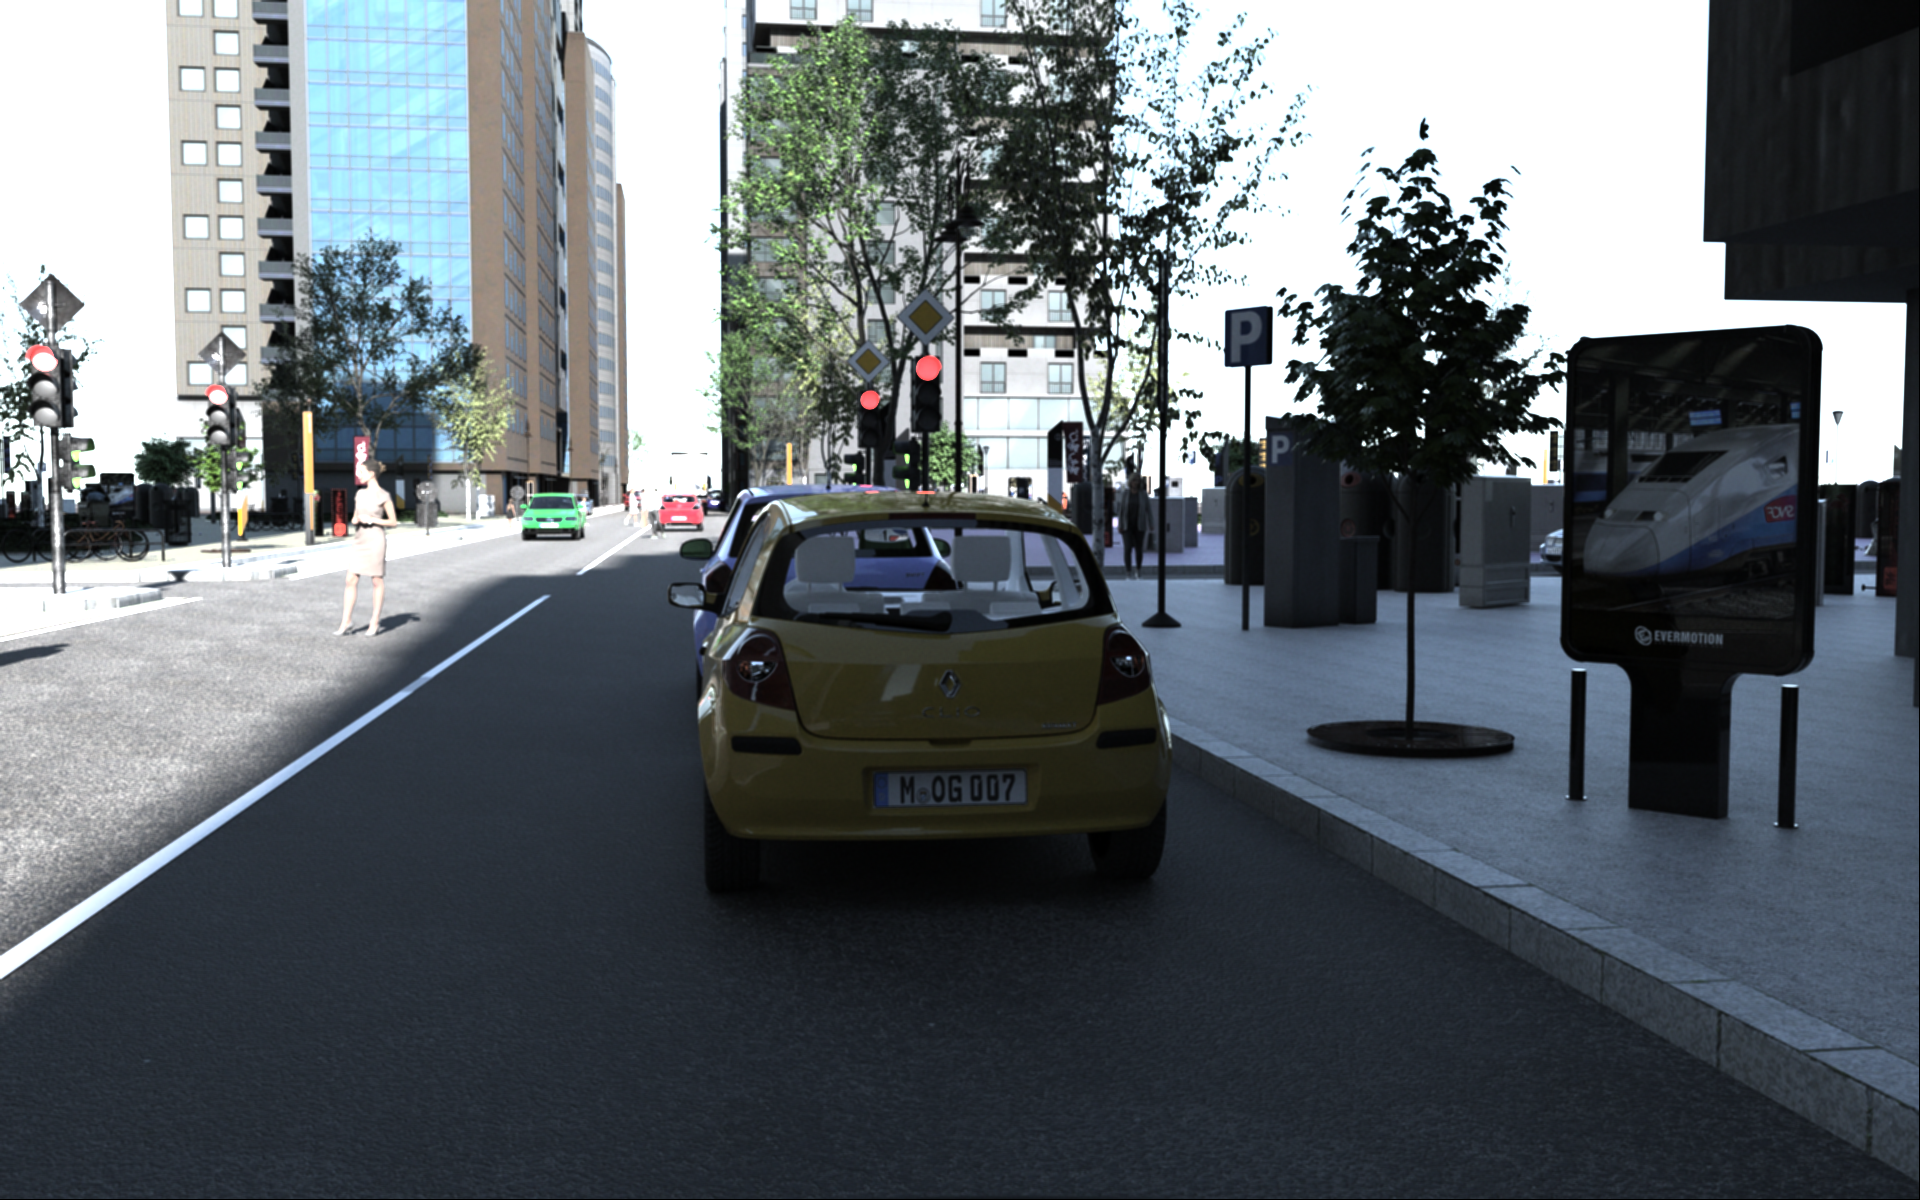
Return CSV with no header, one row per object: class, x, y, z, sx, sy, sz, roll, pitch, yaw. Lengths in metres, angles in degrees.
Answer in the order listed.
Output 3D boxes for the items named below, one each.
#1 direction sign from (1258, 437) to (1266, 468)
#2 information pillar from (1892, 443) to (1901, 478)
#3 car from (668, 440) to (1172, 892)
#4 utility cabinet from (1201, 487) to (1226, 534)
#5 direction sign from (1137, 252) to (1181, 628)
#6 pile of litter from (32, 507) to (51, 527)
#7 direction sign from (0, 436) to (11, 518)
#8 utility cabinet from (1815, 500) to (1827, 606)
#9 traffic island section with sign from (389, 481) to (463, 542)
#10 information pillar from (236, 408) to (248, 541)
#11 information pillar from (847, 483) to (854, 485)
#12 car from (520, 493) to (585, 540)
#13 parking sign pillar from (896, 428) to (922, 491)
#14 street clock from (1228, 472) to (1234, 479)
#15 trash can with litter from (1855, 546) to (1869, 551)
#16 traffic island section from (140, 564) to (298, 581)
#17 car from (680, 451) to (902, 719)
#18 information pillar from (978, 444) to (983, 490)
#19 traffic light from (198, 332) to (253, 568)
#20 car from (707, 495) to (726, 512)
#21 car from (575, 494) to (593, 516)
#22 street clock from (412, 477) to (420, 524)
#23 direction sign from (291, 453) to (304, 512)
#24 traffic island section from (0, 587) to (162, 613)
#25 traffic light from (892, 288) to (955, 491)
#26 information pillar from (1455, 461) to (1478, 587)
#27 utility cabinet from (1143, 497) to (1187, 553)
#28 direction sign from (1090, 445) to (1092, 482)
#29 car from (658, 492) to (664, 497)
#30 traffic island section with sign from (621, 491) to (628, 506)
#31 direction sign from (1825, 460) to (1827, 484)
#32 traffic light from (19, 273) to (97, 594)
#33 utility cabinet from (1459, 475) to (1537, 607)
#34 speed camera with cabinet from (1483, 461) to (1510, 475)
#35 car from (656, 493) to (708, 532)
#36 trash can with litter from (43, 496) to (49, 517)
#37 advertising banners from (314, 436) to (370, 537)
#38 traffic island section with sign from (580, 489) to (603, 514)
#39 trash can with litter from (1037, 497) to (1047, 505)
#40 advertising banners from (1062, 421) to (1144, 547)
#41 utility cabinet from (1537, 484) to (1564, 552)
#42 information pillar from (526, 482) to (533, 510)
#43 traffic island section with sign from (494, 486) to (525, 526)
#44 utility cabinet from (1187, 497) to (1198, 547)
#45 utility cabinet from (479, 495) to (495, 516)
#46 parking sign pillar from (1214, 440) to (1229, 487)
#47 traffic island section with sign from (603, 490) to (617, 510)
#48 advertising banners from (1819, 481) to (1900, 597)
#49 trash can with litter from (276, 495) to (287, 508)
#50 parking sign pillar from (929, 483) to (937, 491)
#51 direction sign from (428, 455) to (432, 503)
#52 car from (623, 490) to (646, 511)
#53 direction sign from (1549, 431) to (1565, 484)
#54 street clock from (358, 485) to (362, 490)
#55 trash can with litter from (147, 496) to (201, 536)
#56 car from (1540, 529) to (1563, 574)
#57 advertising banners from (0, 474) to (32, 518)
direction sign,12.362,-4.733,69.381,0.876,3.537,0.379,-1,4,-14
information pillar,43.294,-5.421,79.992,0.183,3.616,0.504,-2,4,-30
car,-0.301,0.151,7.759,2.015,1.641,3.980,0,4,-8
utility cabinet,8.207,-2.856,55.380,0.318,1.500,1.173,-2,4,-34
direction sign,1.953,-1.510,16.690,0.379,3.537,0.876,1,4,12
pile of litter,-30.484,-2.689,57.935,1.176,0.858,1.719,-1,4,-8
direction sign,-37.176,-4.604,67.264,0.876,3.537,0.379,1,4,20
utility cabinet,9.474,-0.550,20.148,1.020,1.237,0.306,3,4,36
traffic island section with sign,-16.211,-2.695,52.695,1.989,1.847,2.006,-1,4,-9
information pillar,-19.612,-3.421,47.295,0.183,3.616,0.504,0,4,-2
information pillar,-5.286,-4.849,83.778,0.304,2.012,0.304,0,4,7
car,-12.918,-2.830,55.059,1.959,1.807,4.718,-1,4,-10
parking sign pillar,-2.645,-5.017,70.495,1.447,3.967,1.447,3,5,41
street clock,9.029,-3.243,57.594,0.358,2.002,0.471,0,4,2
trash can with litter,20.703,-1.796,40.418,1.678,1.210,2.233,3,4,37
traffic island section,-12.766,-0.479,30.111,2.009,0.180,2.903,-1,4,-9
car,-0.980,-0.151,12.067,1.945,1.707,3.694,0,4,-8
information pillar,0.968,-5.493,81.161,0.183,3.616,0.504,-1,4,-21
traffic light,-12.725,-2.511,29.982,0.839,4.253,0.868,-1,4,-9
car,-20.130,-7.916,142.013,1.945,1.354,3.894,-1,4,-10
car,-25.672,-6.397,116.600,2.014,1.417,4.499,-1,4,-9
street clock,-23.304,-4.266,74.312,0.358,2.002,0.471,-1,4,-9
direction sign,-36.418,-6.322,95.355,0.379,3.537,0.876,2,4,26
traffic island section,-11.568,0.004,22.216,2.009,0.180,2.903,-1,4,-9
traffic light,-0.494,-2.131,23.771,0.839,4.253,0.868,-1,4,-9
information pillar,6.986,-1.198,24.078,0.304,2.012,0.304,3,5,39
utility cabinet,4.392,-1.640,37.970,1.020,1.237,0.306,1,4,16
direction sign,5.652,-5.080,75.063,0.379,3.537,0.876,3,5,43
car,-28.014,-9.250,160.834,1.945,1.707,3.694,-1,4,-9
traffic island section with sign,-40.039,-12.302,209.766,1.989,1.847,2.006,-1,4,-9
direction sign,52.741,-6.946,105.557,0.379,3.537,0.876,2,4,28
traffic light,-11.527,-2.029,22.087,0.839,4.253,0.868,-1,4,-9
utility cabinet,6.129,-0.678,19.768,0.318,1.500,1.173,3,5,43
speed camera with cabinet,13.930,-3.122,45.377,0.660,3.252,2.038,2,4,28
car,-10.962,-3.598,67.863,2.155,1.783,4.494,0,4,-8
trash can with litter,-44.090,-4.438,83.611,1.678,1.210,2.233,-1,4,-15
advertising banners,-18.721,-3.422,52.143,2.074,3.025,0.090,0,4,6
traffic island section with sign,-27.525,-7.256,127.260,1.989,1.847,2.006,-1,4,-9
trash can with litter,3.469,-3.476,68.228,1.055,1.170,0.624,-1,4,-9
advertising banners,3.473,-2.785,41.725,2.074,3.025,0.090,1,4,10
utility cabinet,12.798,-1.779,37.772,1.173,1.500,0.318,2,4,23
information pillar,-25.388,-5.975,102.175,0.304,2.012,0.304,-3,5,-42
traffic island section with sign,-20.256,-4.329,79.408,1.989,1.847,2.006,-1,4,-9
utility cabinet,5.248,-1.888,42.036,1.020,1.237,0.306,-1,4,-17
utility cabinet,-27.661,-5.500,101.083,0.306,1.237,1.020,3,5,39
parking sign pillar,12.279,-5.676,81.279,1.447,3.967,1.447,1,4,21
traffic island section with sign,-31.684,-8.936,154.726,1.989,1.847,2.006,-1,4,-9
advertising banners,11.657,-1.550,21.531,0.090,3.025,2.074,-3,4,-38
trash can with litter,-35.179,-4.884,90.917,2.233,1.210,1.678,-1,4,-22
parking sign pillar,-1.846,-6.016,86.827,1.447,3.967,1.447,1,4,13
direction sign,-30.463,-6.579,99.570,0.379,3.537,0.876,-2,4,-29
car,-28.072,-8.661,150.282,2.281,1.827,5.304,-1,4,-10
direction sign,21.307,-4.251,61.499,0.379,3.537,0.876,-3,5,-41
street clock,-35.515,-5.991,102.520,0.358,2.002,0.471,-1,4,-20
trash can with litter,-24.658,-2.637,54.164,1.678,1.210,2.233,-1,4,-17
car,12.452,-1.122,30.354,4.499,1.417,2.014,-1,4,-10
advertising banners,-41.774,-4.896,76.234,0.090,3.025,2.074,1,4,19
